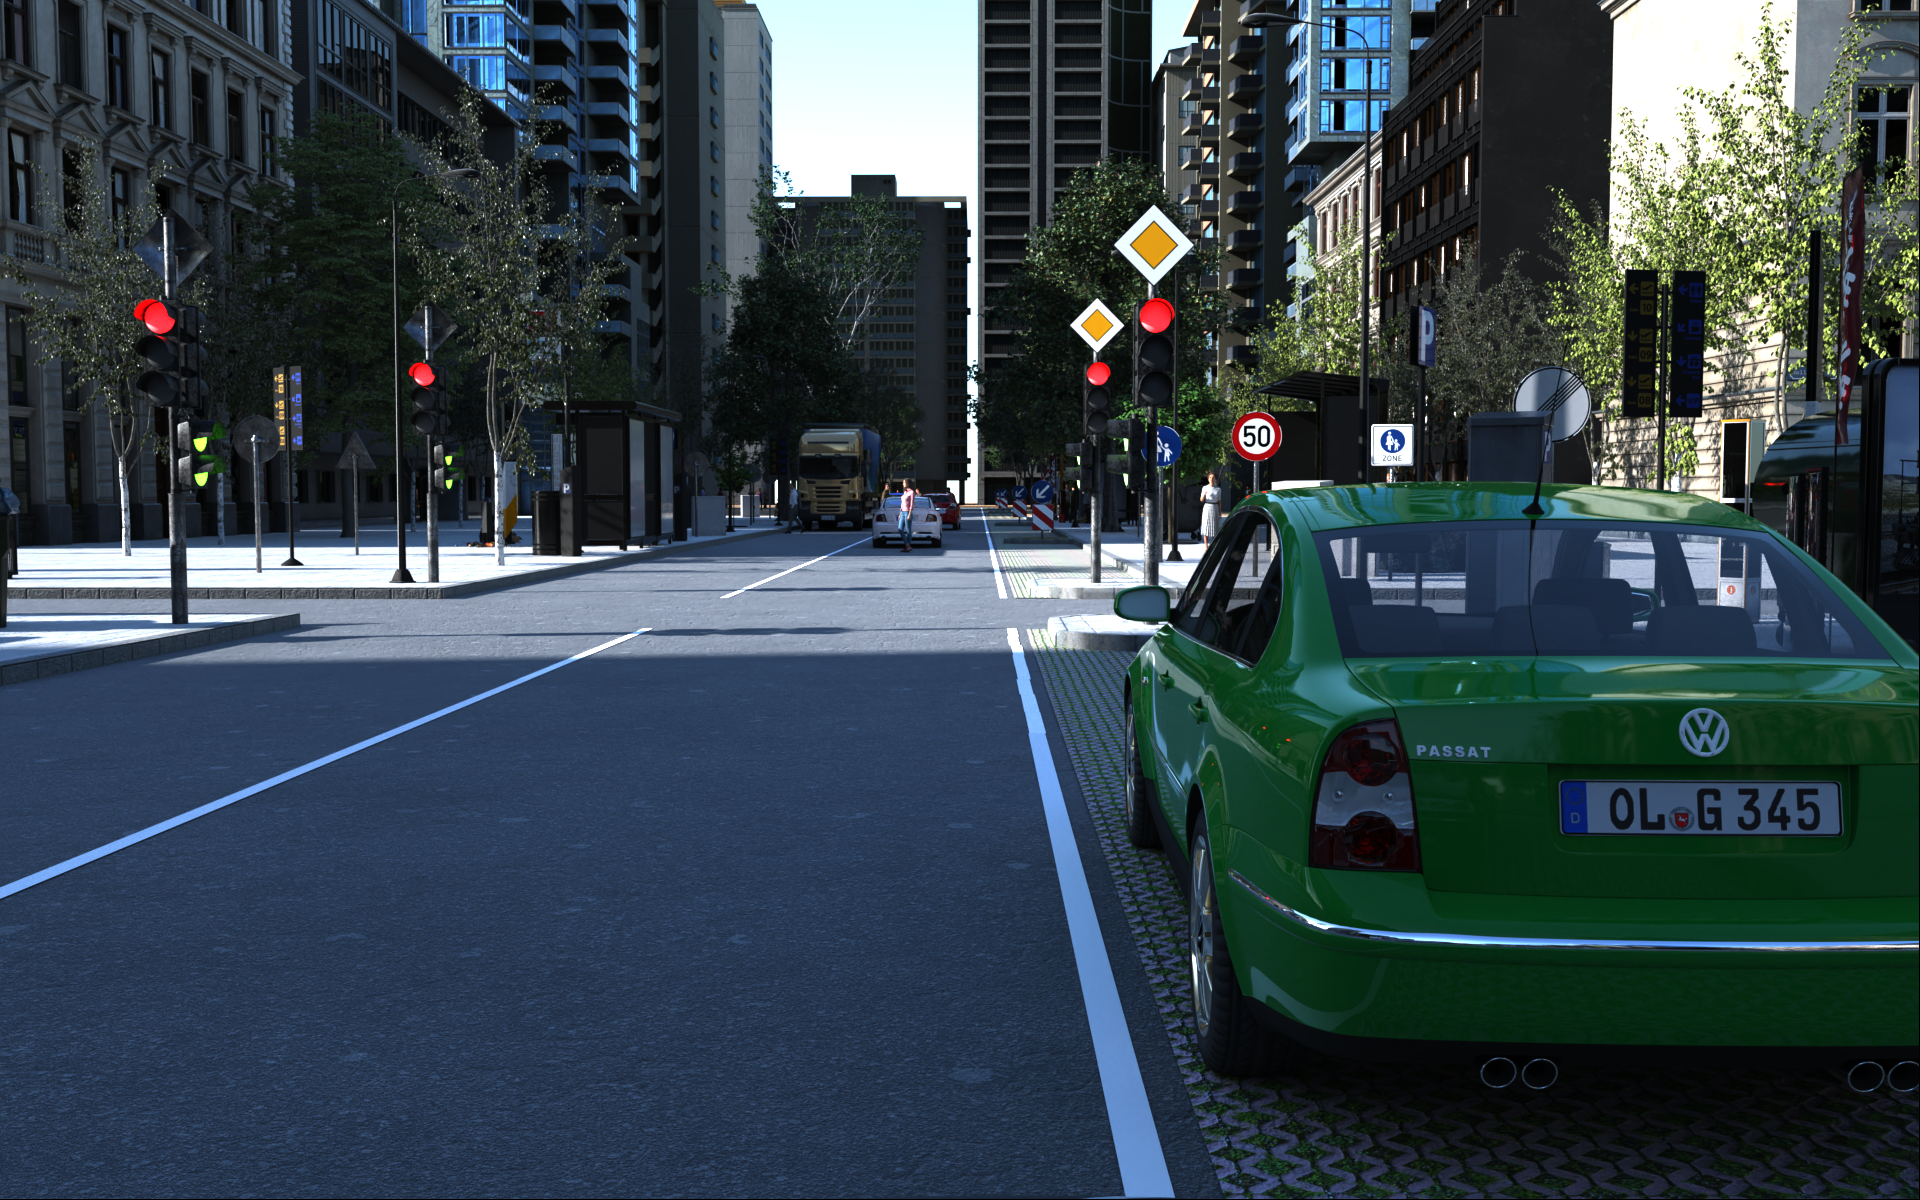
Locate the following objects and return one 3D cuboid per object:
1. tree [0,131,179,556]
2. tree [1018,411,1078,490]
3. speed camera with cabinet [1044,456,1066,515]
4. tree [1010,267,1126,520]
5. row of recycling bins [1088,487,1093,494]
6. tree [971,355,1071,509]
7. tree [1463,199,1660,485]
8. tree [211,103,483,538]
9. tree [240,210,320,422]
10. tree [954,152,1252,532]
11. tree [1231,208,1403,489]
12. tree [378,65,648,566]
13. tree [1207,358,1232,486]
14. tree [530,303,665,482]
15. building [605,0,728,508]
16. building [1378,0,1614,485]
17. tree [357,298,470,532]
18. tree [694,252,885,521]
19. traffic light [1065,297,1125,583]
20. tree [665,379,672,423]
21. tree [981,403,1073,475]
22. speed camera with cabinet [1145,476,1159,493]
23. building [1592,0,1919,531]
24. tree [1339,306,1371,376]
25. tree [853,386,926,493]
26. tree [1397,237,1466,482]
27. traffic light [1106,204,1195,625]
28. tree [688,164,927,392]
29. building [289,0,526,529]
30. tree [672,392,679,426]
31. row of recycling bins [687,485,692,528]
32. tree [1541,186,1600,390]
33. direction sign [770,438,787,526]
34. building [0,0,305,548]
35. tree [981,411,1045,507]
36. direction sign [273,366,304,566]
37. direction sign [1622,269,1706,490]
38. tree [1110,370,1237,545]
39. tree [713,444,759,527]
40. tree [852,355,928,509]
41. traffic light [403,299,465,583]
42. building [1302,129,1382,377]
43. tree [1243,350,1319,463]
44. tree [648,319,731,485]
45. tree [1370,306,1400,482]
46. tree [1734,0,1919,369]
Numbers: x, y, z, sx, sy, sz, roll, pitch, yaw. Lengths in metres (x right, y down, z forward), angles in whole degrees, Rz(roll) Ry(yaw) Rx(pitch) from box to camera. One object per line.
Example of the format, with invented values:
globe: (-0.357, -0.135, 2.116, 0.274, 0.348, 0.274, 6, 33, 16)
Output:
tree: (-17.197, -5.202, 35.423, 4.360, 8.622, 3.978, 0, 3, 0)
tree: (5.054, -8.851, 95.081, 4.737, 8.622, 4.395, 0, 3, 0)
speed camera with cabinet: (4.876, -5.867, 90.264, 0.660, 3.252, 2.038, 2, 4, 27)
tree: (5.674, -10.079, 82.916, 7.486, 12.596, 7.792, 0, 3, 0)
row of recycling bins: (7.348, -4.811, 85.775, 3.534, 1.692, 1.069, 3, 5, 43)
tree: (5.918, -15.357, 161.450, 12.009, 13.543, 11.850, 0, 3, 0)
tree: (15.458, -5.633, 42.469, 4.360, 8.622, 3.978, 0, 3, 0)
tree: (-17.658, -8.122, 50.919, 7.486, 12.596, 7.792, 0, 3, 0)
tree: (-18.551, -5.716, 43.811, 4.360, 8.622, 3.978, 0, 3, 0)
tree: (5.034, -8.636, 58.200, 9.611, 12.733, 9.660, 0, 3, 0)
tree: (9.622, -5.817, 45.476, 4.737, 8.622, 4.395, 0, 3, 0)
tree: (-8.014, -4.922, 30.833, 4.360, 8.622, 3.978, 0, 3, 0)
tree: (13.342, -7.488, 72.791, 4.737, 8.622, 4.395, 0, 3, 0)
tree: (-14.267, -7.016, 65.073, 4.737, 8.622, 4.395, 0, 3, 0)
building: (-32.424, -32.237, 150.780, 21.600, 48.544, 21.300, 0, 4, 1)
building: (25.175, -14.749, 70.823, 12.332, 23.373, 15.834, 0, 4, 1)
tree: (-18.455, -6.591, 58.124, 4.737, 8.622, 4.395, 0, 3, 0)
tree: (-8.222, -10.114, 82.368, 9.611, 12.733, 9.660, 0, 3, 0)
traffic light: (1.944, -2.202, 24.920, 0.839, 4.253, 0.868, 0, 4, 1)
tree: (-16.474, -7.863, 78.926, 4.737, 8.622, 4.395, 0, 3, 0)
tree: (5.583, -11.133, 116.442, 8.767, 10.594, 7.601, 0, 4, -2)
speed camera with cabinet: (8.722, -4.883, 74.175, 0.660, 3.252, 2.038, -2, 4, -29)
building: (36.271, -13.818, 45.002, 34.723, 24.649, 14.460, 0, 4, 1)
tree: (16.292, -7.049, 65.614, 4.360, 8.622, 3.978, 0, 3, 0)
tree: (-7.065, -14.439, 161.832, 9.928, 11.665, 9.643, 0, 3, 0)
tree: (14.798, -6.029, 48.934, 4.360, 8.622, 3.978, 0, 3, 0)
traffic light: (1.861, -1.713, 16.935, 0.839, 4.253, 0.868, 0, 4, 1)
tree: (-8.944, -14.996, 101.067, 12.611, 20.169, 13.585, 0, 3, 0)
building: (-29.738, -15.652, 74.980, 14.314, 24.678, 30.058, 0, 4, 1)
tree: (-16.573, -8.459, 88.662, 4.737, 8.622, 4.395, 0, 3, 0)
row of recycling bins: (-10.710, -3.586, 65.748, 1.069, 1.692, 3.534, 0, 4, -4)
tree: (13.113, -4.993, 32.002, 4.737, 8.622, 4.395, 0, 3, 0)
direction sign: (-7.379, -4.794, 70.372, 0.876, 3.537, 0.379, 3, 4, 36)
building: (-27.313, -13.462, 48.980, 11.050, 23.489, 19.941, 0, 4, 1)
tree: (5.932, -15.257, 175.203, 9.928, 11.665, 9.643, 0, 3, 0)
direction sign: (-11.975, -2.383, 30.952, 0.876, 3.537, 0.379, 3, 4, 37)
direction sign: (7.132, -1.567, 17.613, 0.876, 3.537, 0.379, -1, 4, -10)
tree: (5.499, -3.722, 44.571, 4.285, 4.588, 4.351, 0, 3, 0)
tree: (-8.844, -4.439, 67.174, 1.663, 3.219, 1.824, 0, 3, 0)
tree: (-7.645, -14.727, 151.152, 12.009, 13.543, 11.850, 0, 3, 0)
traffic light: (-7.617, -2.207, 25.004, 0.839, 4.253, 0.868, 0, 4, 1)
building: (25.331, -15.483, 89.305, 11.583, 22.565, 21.152, 0, 4, 1)
tree: (16.319, -8.332, 86.586, 4.360, 8.622, 3.978, 0, 3, 0)
tree: (-11.660, -7.447, 72.123, 4.360, 8.622, 3.978, 0, 3, 0)
tree: (15.909, -6.573, 57.833, 4.360, 8.622, 3.978, 0, 3, 0)
tree: (12.946, -4.653, 26.439, 4.737, 8.622, 4.395, 0, 3, 0)
